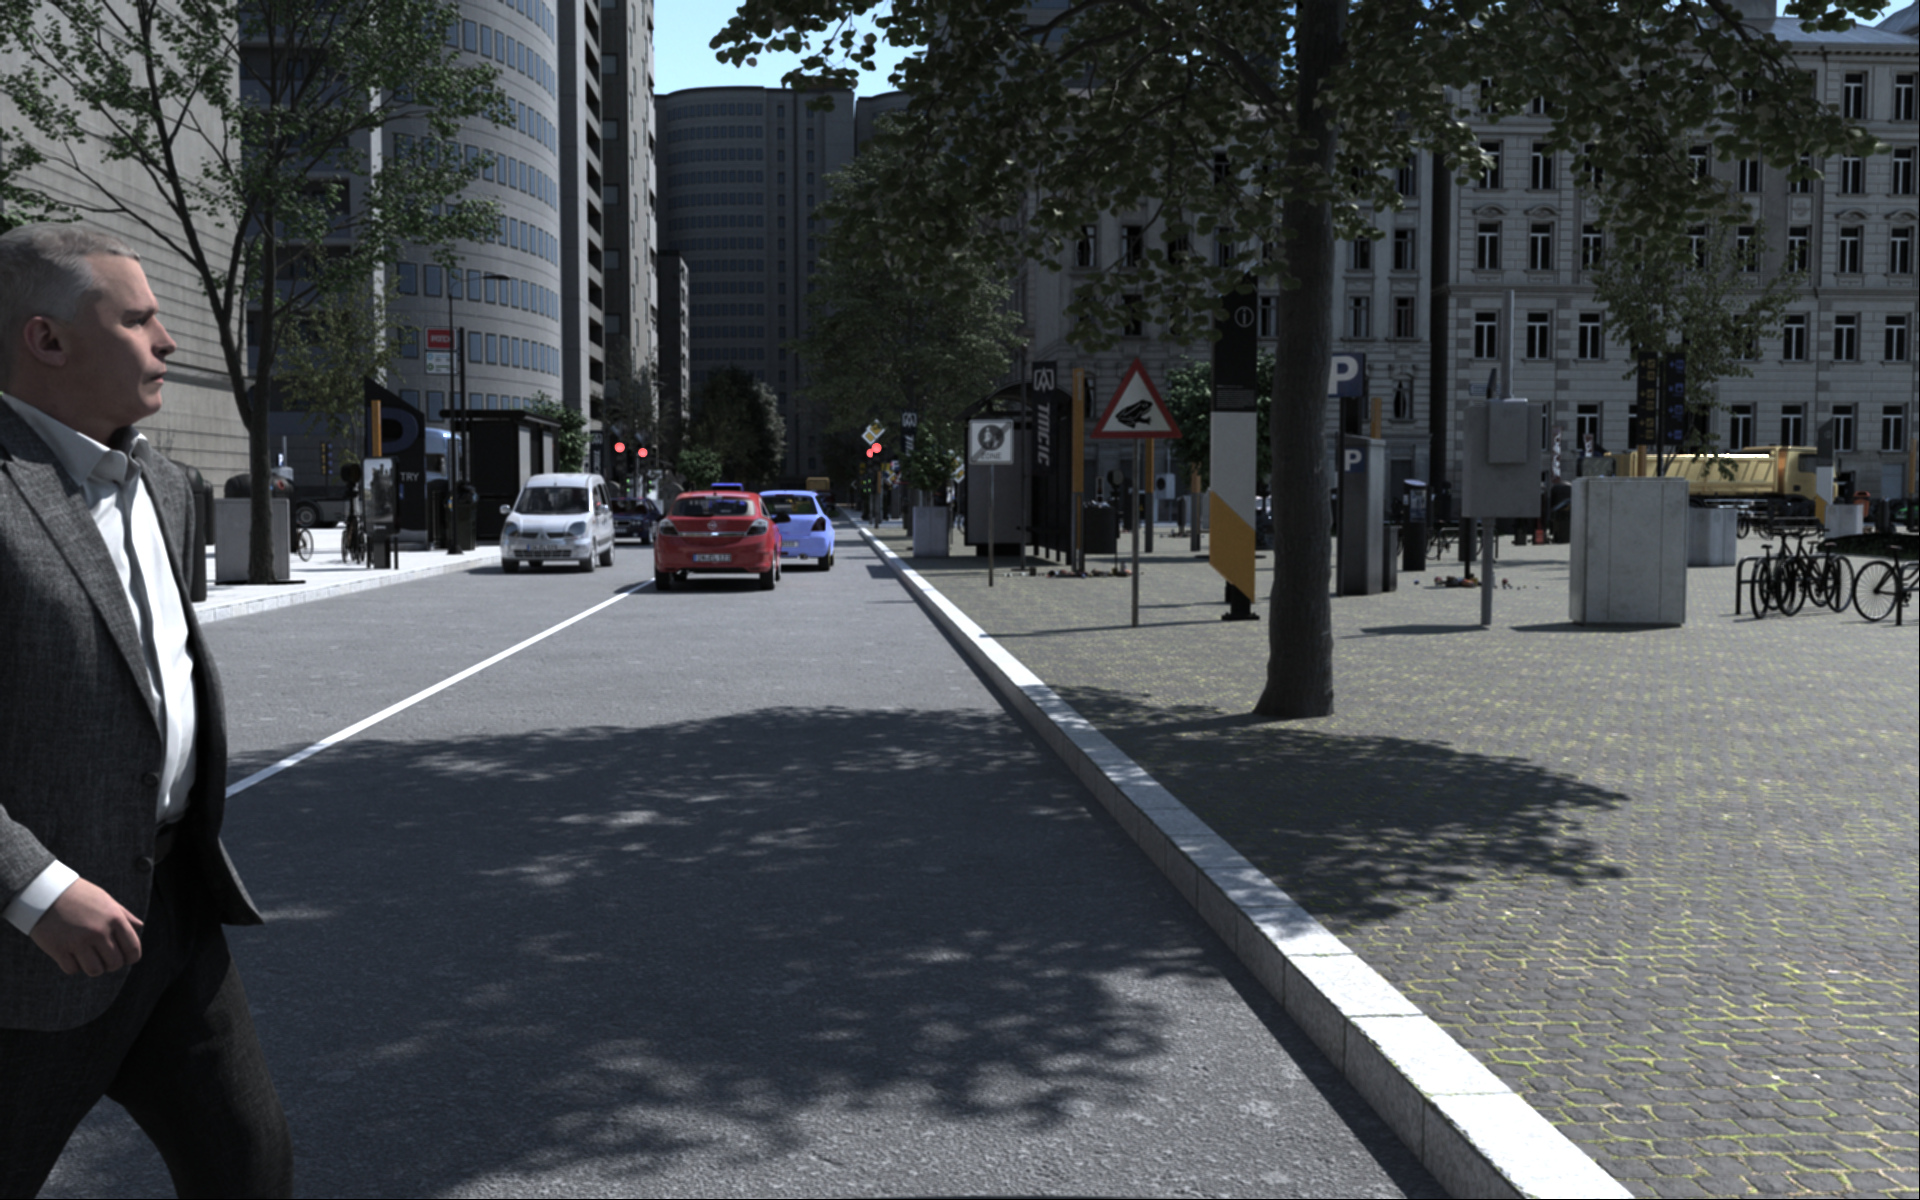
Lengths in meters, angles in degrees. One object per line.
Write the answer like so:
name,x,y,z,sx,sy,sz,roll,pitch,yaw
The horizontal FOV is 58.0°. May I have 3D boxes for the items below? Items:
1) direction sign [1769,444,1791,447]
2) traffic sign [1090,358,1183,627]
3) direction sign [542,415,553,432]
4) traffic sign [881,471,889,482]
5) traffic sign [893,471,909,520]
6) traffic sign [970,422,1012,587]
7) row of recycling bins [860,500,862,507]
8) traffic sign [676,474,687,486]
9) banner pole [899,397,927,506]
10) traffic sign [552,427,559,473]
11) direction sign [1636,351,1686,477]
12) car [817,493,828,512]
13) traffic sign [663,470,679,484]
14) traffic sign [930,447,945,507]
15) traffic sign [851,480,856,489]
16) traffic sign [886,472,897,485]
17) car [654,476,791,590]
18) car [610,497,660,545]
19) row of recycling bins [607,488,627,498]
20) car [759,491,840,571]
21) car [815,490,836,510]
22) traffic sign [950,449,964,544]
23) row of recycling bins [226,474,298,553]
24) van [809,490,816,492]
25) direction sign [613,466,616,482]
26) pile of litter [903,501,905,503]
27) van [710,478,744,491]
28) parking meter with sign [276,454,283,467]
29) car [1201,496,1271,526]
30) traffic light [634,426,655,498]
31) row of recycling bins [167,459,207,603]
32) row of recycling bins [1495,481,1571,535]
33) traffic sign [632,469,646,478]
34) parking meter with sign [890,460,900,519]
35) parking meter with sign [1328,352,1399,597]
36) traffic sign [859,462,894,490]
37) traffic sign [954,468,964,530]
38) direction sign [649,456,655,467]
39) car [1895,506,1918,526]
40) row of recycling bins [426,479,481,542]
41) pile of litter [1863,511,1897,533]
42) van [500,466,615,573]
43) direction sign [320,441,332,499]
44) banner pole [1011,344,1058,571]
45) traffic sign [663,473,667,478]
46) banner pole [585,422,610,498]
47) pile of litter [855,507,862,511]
direction sign,37.122,-5.304,78.721,0.876,3.537,0.379,-1,4,-12
traffic sign,1.688,-1.017,16.632,0.884,2.594,0.081,0,4,2
direction sign,-11.897,-3.532,49.744,0.379,3.537,0.876,1,4,13
traffic sign,-4.244,-5.838,95.554,0.768,2.556,0.104,0,4,0
traffic sign,-2.934,-5.339,87.292,0.884,2.594,0.081,0,4,-4
traffic sign,0.429,-1.335,23.960,0.606,2.300,0.079,0,4,1
row of recycling bins,-6.860,-7.946,137.027,1.069,1.692,3.534,2,4,27
traffic sign,-17.371,-6.576,107.624,0.768,2.556,0.104,0,4,3
banner pole,-1.143,-3.339,44.613,0.863,3.779,0.401,-1,4,-17
traffic sign,-12.832,-3.471,50.621,2.265,3.308,0.079,0,4,3
direction sign,11.177,-2.183,27.682,0.876,3.537,0.379,-1,4,-17
car,-11.600,-7.940,139.416,1.945,1.707,3.694,0,4,-4
traffic sign,-15.205,-5.557,90.853,0.884,2.594,0.081,0,4,2
traffic sign,-0.705,-2.587,42.397,0.768,2.556,0.104,0,4,5
traffic sign,-8.083,-8.152,134.464,0.795,2.450,0.064,0,3,0
traffic sign,-3.417,-5.413,89.694,0.795,2.450,0.064,0,4,-1
car,-3.764,-1.118,27.327,2.155,1.783,4.494,0,4,-4
car,-9.605,-2.280,49.858,1.945,1.354,3.894,0,4,-2
row of recycling bins,-16.056,-4.502,80.725,1.069,1.692,3.534,0,4,-8
car,-3.311,-1.463,33.518,1.945,1.707,3.694,0,4,-3
car,-12.260,-9.002,155.851,2.281,1.827,5.304,0,4,-5
traffic sign,-0.218,-2.629,44.166,0.795,2.450,0.064,0,4,1
row of recycling bins,-14.829,-1.809,36.693,1.069,1.692,3.534,-1,4,-10
van,-14.148,-9.943,169.584,2.013,2.044,4.112,0,4,-5
direction sign,-28.296,-9.168,141.886,0.379,3.537,0.876,-2,4,-27
pile of litter,-4.005,-7.093,129.927,1.176,0.858,1.719,-1,4,-21
van,-12.828,-5.565,95.377,2.240,2.365,5.245,0,4,-6
parking meter with sign,-30.103,-4.794,74.647,1.738,3.016,0.543,0,4,0
car,12.047,-3.502,69.611,4.827,1.381,2.083,0,4,-5
traffic light,-13.012,-5.043,71.378,0.839,4.253,0.868,0,4,-4
row of recycling bins,-9.516,-0.742,19.243,1.069,1.692,3.534,0,4,2
row of recycling bins,18.717,-2.930,55.018,3.534,1.692,1.069,0,4,4
traffic sign,-16.005,-5.280,86.436,0.768,2.556,0.104,0,4,-3
parking meter with sign,-3.295,-5.627,88.264,0.543,3.016,1.738,0,4,-1
parking meter with sign,5.165,-1.586,22.186,0.543,3.016,1.738,2,4,31
traffic sign,-5.334,-7.170,111.104,2.265,3.308,0.079,0,4,-4
traffic sign,-0.064,-3.683,61.401,0.795,2.450,0.064,0,4,2
direction sign,-18.581,-6.874,104.379,0.379,3.537,0.876,-2,4,-34
car,41.484,-3.880,72.229,4.718,1.807,1.959,0,4,-4
row of recycling bins,-13.916,-2.482,47.693,1.069,1.692,3.534,0,4,-3
pile of litter,27.720,-2.362,52.589,1.719,0.858,1.176,-2,4,-23
van,-7.623,-1.589,32.988,2.013,2.044,4.112,0,4,-4
direction sign,-27.120,-5.027,74.194,0.379,3.537,0.876,1,4,10
banner pole,1.255,-2.372,28.807,0.863,3.779,0.401,2,4,30
traffic sign,-17.624,-6.266,102.547,0.768,2.556,0.104,0,4,2
banner pole,-12.367,-4.268,59.807,0.863,3.779,0.401,-1,4,-18
pile of litter,-7.397,-7.285,133.078,1.176,0.858,1.719,-2,4,-27
